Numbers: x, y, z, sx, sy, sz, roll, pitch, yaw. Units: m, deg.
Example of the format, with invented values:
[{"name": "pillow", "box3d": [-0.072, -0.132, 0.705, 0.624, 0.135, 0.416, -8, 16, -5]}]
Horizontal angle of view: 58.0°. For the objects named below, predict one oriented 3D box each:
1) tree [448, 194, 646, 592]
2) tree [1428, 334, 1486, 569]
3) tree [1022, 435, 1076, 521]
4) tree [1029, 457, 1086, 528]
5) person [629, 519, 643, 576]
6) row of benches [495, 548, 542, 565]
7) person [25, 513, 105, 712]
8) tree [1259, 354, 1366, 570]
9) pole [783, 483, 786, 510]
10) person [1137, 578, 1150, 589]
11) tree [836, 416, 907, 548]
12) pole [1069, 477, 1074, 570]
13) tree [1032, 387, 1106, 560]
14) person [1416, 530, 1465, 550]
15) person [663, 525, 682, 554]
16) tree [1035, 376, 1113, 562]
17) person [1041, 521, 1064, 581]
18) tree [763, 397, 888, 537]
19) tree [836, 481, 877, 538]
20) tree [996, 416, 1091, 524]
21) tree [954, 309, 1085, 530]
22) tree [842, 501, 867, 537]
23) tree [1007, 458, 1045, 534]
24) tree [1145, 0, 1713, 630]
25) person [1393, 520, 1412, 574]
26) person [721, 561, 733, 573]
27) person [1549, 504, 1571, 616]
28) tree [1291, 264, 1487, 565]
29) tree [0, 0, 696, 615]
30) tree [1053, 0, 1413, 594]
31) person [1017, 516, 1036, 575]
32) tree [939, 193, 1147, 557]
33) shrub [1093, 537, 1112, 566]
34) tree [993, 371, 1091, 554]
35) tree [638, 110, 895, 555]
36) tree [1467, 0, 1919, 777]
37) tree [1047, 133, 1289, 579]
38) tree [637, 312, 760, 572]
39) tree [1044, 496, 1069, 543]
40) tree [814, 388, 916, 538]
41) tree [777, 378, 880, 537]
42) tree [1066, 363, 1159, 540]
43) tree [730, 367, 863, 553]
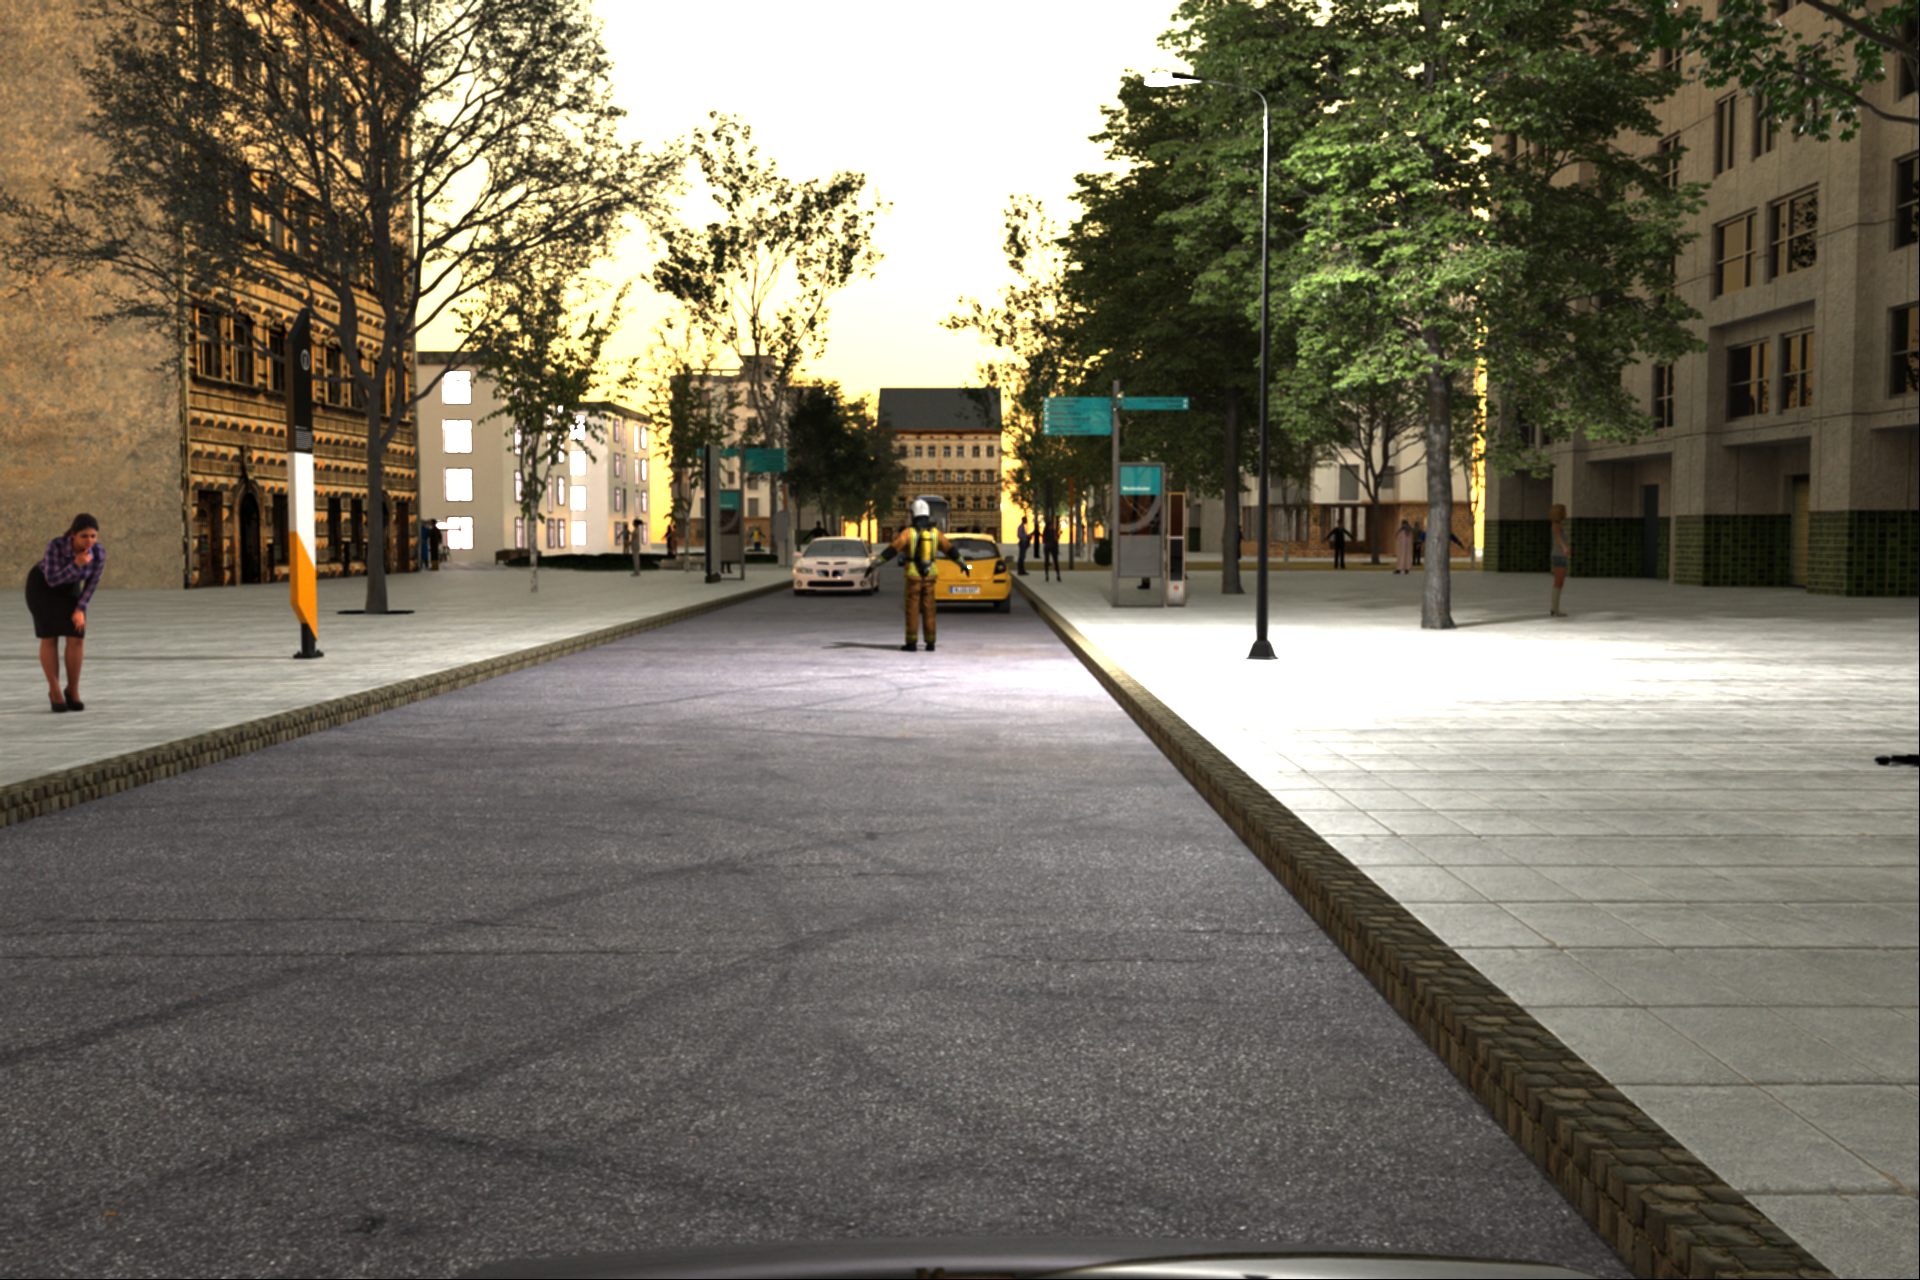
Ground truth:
[{"name": "tree", "box3d": [-9.266, -5.381, 38.342, 4.737, 8.622, 4.395, 0, 3, 0]}, {"name": "tree", "box3d": [18.646, -6.887, 62.960, 4.360, 8.622, 3.978, 0, 3, 0]}, {"name": "tree", "box3d": [6.490, -10.473, 121.588, 4.737, 8.622, 4.395, 0, 3, 0]}, {"name": "tree", "box3d": [14.432, -21.524, 258.570, 9.857, 13.997, 8.962, 0, 3, 0]}, {"name": "person", "box3d": [-10.011, -2.833, 53.088, 0.721, 1.739, 1.217, 0, 4, -3]}, {"name": "row of benches", "box3d": [-18.797, -3.562, 73.705, 1.422, 0.672, 4.104, 0, 4, 6]}, {"name": "person", "box3d": [-6.392, -0.194, 12.443, 0.697, 1.427, 0.421, 3, 4, 36]}, {"name": "tree", "box3d": [11.480, -6.810, 61.707, 4.360, 8.622, 3.978, 0, 3, 0]}, {"name": "pole", "box3d": [-7.036, -4.644, 69.768, 0.158, 3.312, 0.155, 0, 3, 0]}, {"name": "person", "box3d": [4.291, -2.113, 40.419, 0.704, 1.845, 1.351, 0, 4, 1]}, {"name": "tree", "box3d": [-8.769, -15.093, 164.892, 7.486, 12.596, 7.792, 0, 3, 0]}, {"name": "pole", "box3d": [3.986, -4.166, 61.958, 0.158, 3.312, 0.155, 0, 3, 0]}, {"name": "tree", "box3d": [6.240, -8.318, 86.353, 4.360, 8.622, 3.978, 0, 3, 0]}, {"name": "person", "box3d": [11.700, -2.223, 42.326, 1.345, 1.831, 0.704, -1, 4, -18]}, {"name": "person", "box3d": [-13.603, -4.605, 82.093, 0.721, 1.733, 1.217, 2, 4, 32]}, {"name": "tree", "box3d": [5.828, -7.921, 79.867, 4.737, 8.622, 4.395, 0, 3, 0]}, {"name": "person", "box3d": [2.505, -2.415, 47.004, 0.593, 1.643, 0.415, -2, 4, -23]}, {"name": "tree", "box3d": [-8.748, -10.856, 111.906, 8.767, 10.594, 7.601, -2, 4, -27]}, {"name": "tree", "box3d": [-9.023, -12.682, 157.706, 4.360, 8.622, 3.978, 0, 3, 0]}, {"name": "tree", "box3d": [6.240, -11.962, 129.997, 7.601, 10.594, 8.767, 0, 4, -8]}, {"name": "tree", "box3d": [5.697, -17.911, 148.729, 12.611, 20.169, 13.585, 0, 3, 0]}, {"name": "tree", "box3d": [-16.661, -20.582, 254.636, 7.486, 12.596, 7.792, 0, 3, 0]}, {"name": "tree", "box3d": [6.246, -12.885, 161.023, 4.737, 8.622, 4.395, 0, 3, 0]}, {"name": "tree", "box3d": [6.068, -6.429, 23.245, 7.486, 12.596, 7.792, 0, 3, 0]}, {"name": "person", "box3d": [14.416, -3.027, 56.197, 0.551, 1.740, 0.621, -2, 4, -35]}, {"name": "person", "box3d": [-7.623, -3.056, 56.735, 1.217, 1.736, 0.721, -3, 5, -42]}, {"name": "person", "box3d": [9.445, -1.251, 27.073, 0.721, 1.753, 1.214, 1, 4, 16]}, {"name": "tree", "box3d": [17.277, -9.877, 71.864, 12.009, 13.543, 11.850, 0, 3, 0]}, {"name": "tree", "box3d": [-9.383, -7.173, 27.645, 12.009, 13.543, 11.850, 0, 3, 0]}, {"name": "tree", "box3d": [5.709, -7.238, 36.462, 7.486, 12.596, 7.792, 0, 3, 0]}, {"name": "person", "box3d": [2.076, -2.935, 53.903, 0.599, 1.838, 0.709, 1, 4, 10]}, {"name": "tree", "box3d": [5.378, -14.797, 97.826, 12.611, 20.169, 13.585, 0, 3, 0]}, {"name": "shrub", "box3d": [5.738, -3.531, 68.852, 1.383, 1.207, 1.383, 0, 3, 0]}, {"name": "tree", "box3d": [5.827, -11.272, 110.052, 9.928, 11.665, 9.643, 0, 3, 0]}, {"name": "tree", "box3d": [-10.141, -13.733, 80.418, 12.611, 20.169, 13.585, 0, 3, 0]}, {"name": "tree", "box3d": [5.784, -5.096, 9.074, 9.928, 11.665, 9.643, 0, 3, 0]}, {"name": "tree", "box3d": [5.982, -7.978, 48.565, 7.486, 12.596, 7.792, 0, 3, 0]}, {"name": "tree", "box3d": [-9.103, -6.623, 58.646, 4.737, 8.622, 4.395, 0, 3, 0]}, {"name": "tree", "box3d": [14.266, -18.385, 250.960, 4.737, 8.622, 4.395, 0, 3, 0]}, {"name": "tree", "box3d": [-8.378, -14.358, 145.127, 12.009, 13.543, 11.850, 0, 3, 0]}, {"name": "tree", "box3d": [-9.656, -12.756, 126.694, 7.486, 12.596, 7.792, 0, 3, 0]}, {"name": "tree", "box3d": [6.033, -7.586, 74.397, 4.360, 8.622, 3.978, 0, 3, 0]}, {"name": "tree", "box3d": [-9.160, -9.868, 95.749, 8.767, 10.594, 7.601, 2, 4, 28]}]
